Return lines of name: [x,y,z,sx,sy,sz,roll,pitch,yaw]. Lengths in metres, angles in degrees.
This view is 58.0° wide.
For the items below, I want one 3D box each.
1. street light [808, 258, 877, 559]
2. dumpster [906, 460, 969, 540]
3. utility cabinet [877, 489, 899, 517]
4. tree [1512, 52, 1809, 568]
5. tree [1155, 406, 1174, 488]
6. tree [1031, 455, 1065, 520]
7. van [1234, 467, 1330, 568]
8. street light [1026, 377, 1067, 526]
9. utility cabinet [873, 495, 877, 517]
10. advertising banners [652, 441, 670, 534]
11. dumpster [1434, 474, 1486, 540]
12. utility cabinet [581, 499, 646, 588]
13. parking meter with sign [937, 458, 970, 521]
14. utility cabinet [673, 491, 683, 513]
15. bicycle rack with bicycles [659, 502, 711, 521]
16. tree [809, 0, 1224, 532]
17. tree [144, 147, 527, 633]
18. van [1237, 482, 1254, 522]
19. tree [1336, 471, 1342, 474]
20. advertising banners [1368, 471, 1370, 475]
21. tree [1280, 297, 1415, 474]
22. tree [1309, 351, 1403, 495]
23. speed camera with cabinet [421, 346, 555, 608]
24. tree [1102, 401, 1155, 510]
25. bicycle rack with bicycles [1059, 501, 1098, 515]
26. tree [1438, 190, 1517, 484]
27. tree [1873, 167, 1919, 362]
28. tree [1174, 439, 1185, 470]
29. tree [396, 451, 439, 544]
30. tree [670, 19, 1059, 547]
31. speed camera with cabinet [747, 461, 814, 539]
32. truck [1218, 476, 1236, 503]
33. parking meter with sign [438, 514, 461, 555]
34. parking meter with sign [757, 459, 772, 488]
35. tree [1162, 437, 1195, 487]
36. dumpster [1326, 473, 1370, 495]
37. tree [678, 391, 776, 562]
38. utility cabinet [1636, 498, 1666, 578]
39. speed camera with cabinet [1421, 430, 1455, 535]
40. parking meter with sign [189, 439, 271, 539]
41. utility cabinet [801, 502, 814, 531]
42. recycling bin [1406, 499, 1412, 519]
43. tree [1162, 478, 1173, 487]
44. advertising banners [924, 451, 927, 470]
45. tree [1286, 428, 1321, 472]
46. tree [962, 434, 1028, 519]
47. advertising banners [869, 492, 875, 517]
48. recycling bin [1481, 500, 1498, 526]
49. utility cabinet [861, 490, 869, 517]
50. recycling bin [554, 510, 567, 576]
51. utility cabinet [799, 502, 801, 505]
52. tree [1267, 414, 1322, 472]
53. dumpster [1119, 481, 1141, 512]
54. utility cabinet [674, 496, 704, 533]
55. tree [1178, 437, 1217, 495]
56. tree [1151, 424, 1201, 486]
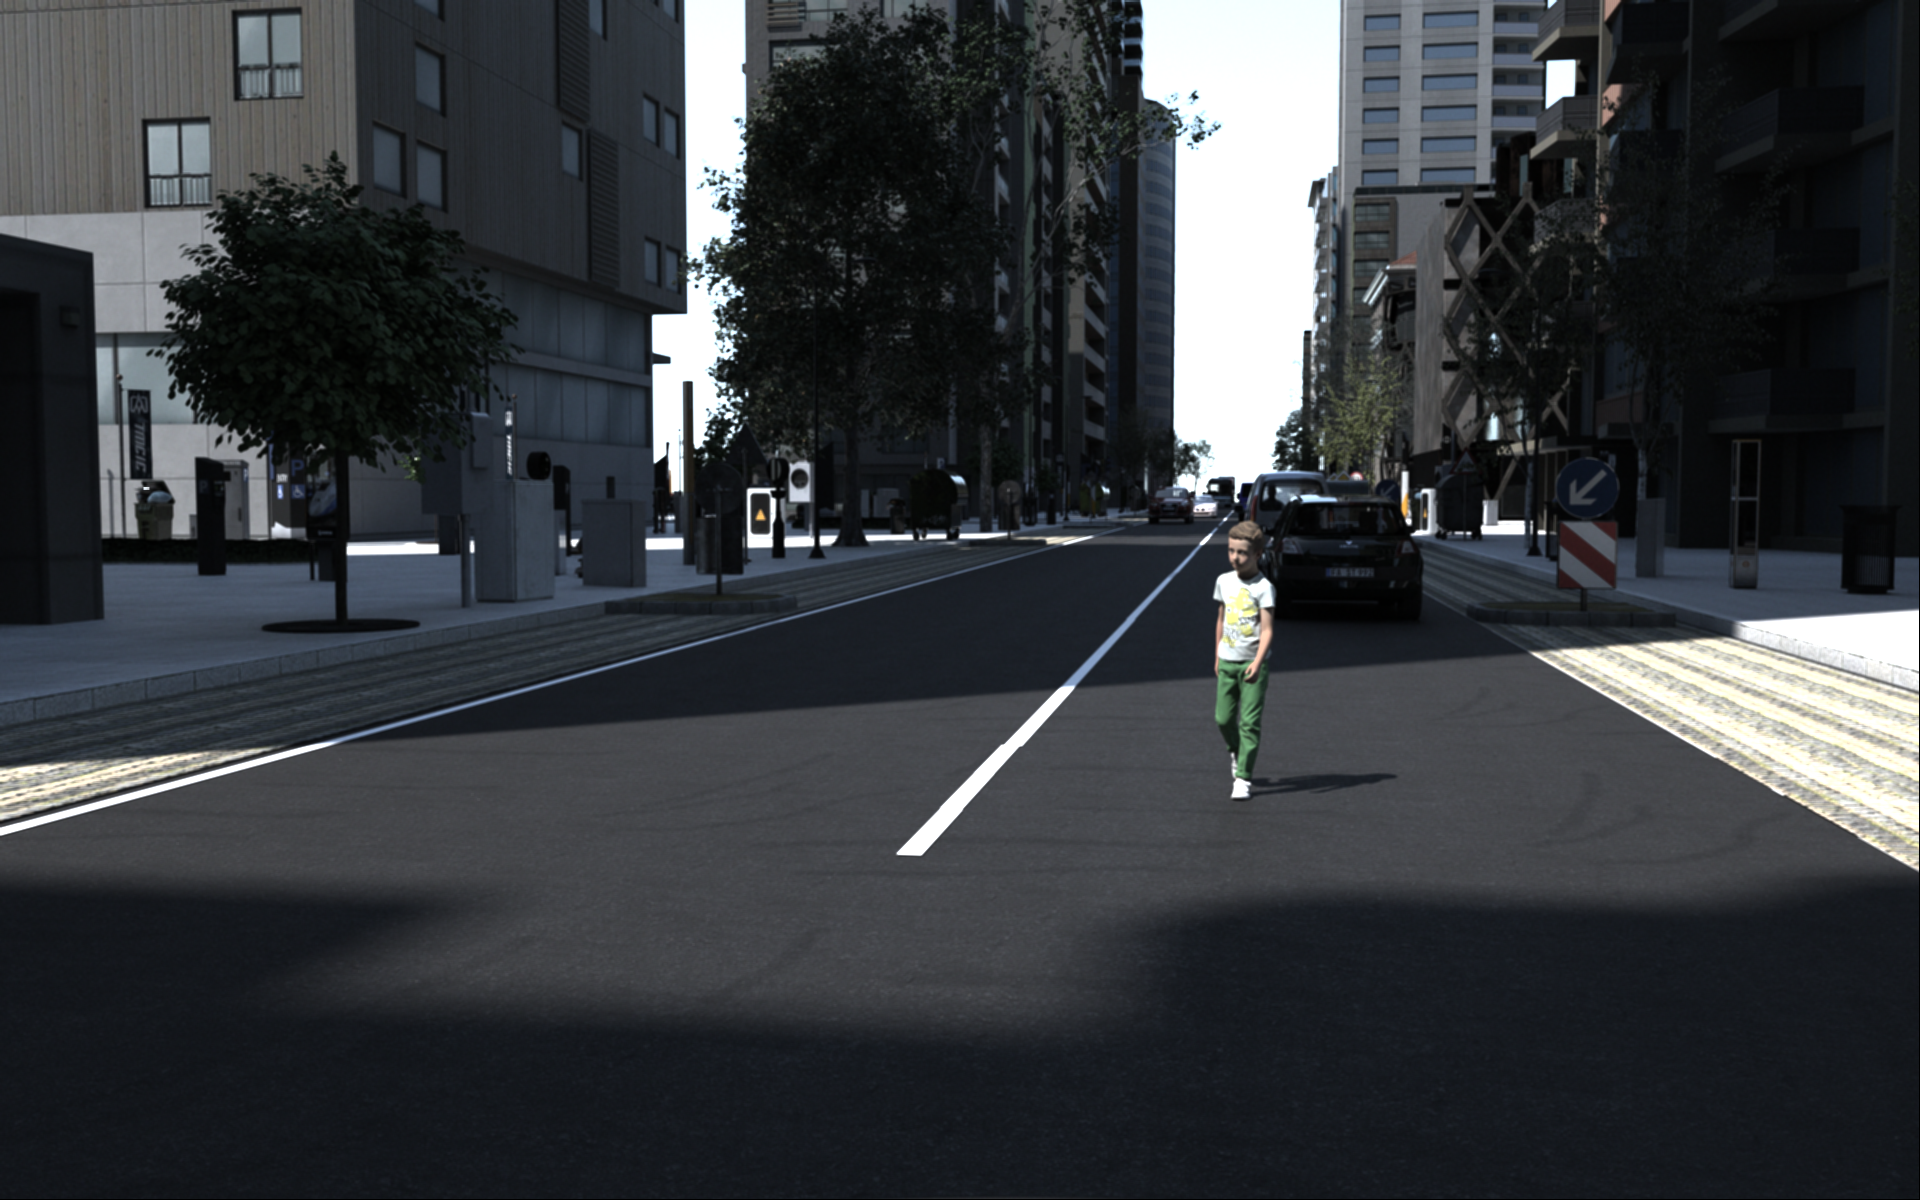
street light: [-2.316,-3.774,34.249,1.470,5.913,1.316,1,4,9]
dumpster: [-0.649,-2.819,48.577,1.502,2.255,1.985,1,4,9]
utility cabinet: [-2.955,-3.838,71.432,0.318,1.500,1.173,2,4,32]
tree: [12.025,-4.855,29.740,4.360,8.622,3.978,0,3,0]
tree: [14.693,-11.896,144.855,4.360,8.622,3.978,0,3,0]
tree: [4.209,-5.494,84.431,1.663,3.219,1.824,0,3,0]
van: [6.329,-1.622,33.530,2.013,2.044,4.112,0,4,8]
street light: [3.327,-5.886,68.776,1.470,5.913,1.316,1,4,9]
utility cabinet: [-3.747,-4.321,81.807,0.306,1.237,1.020,-2,4,-28]
advertising banners: [-9.770,-3.709,56.824,0.090,3.025,2.074,0,4,6]
dumpster: [14.084,-2.631,48.768,1.264,1.857,1.865,1,4,9]
utility cabinet: [-4.816,-0.793,24.121,1.020,1.237,0.306,3,4,36]
parking meter with sign: [-0.285,-5.329,83.397,0.543,3.016,1.738,3,5,44]
utility cabinet: [-18.007,-6.238,110.674,0.318,1.500,1.173,0,4,6]
bicycle rack with bicycles: [-12.993,-4.331,84.193,2.925,0.926,2.852,3,5,44]
tree: [1.646,-12.279,56.647,12.611,20.169,13.585,0,3,0]
tree: [-5.893,-2.003,16.466,4.285,4.588,4.351,0,3,0]
van: [15.674,-5.316,91.298,2.240,2.365,5.245,1,4,10]
tree: [28.518,-8.287,130.095,1.663,3.219,1.824,0,3,0]
advertising banners: [30.385,-8.150,129.434,0.090,3.025,2.074,2,4,26]
tree: [24.991,-12.076,107.819,12.009,13.543,11.850,0,3,0]
tree: [20.676,-8.440,88.349,4.737,8.622,4.395,0,3,0]
speed camera with cabinet: [-5.527,-1.591,20.350,0.660,3.252,2.038,1,4,16]
tree: [13.414,-11.554,139.262,4.360,8.622,3.978,0,3,0]
bicycle rack with bicycles: [7.633,-5.776,107.815,2.925,0.926,2.852,0,4,-2]
tree: [13.385,-5.528,40.747,4.360,8.622,3.978,0,3,0]
tree: [17.904,-4.828,29.307,4.737,8.622,4.395,0,3,0]
tree: [19.058,-13.129,165.020,4.360,8.622,3.978,0,3,0]
tree: [-13.398,-3.055,44.545,1.663,3.219,1.824,0,3,0]
tree: [-2.641,-7.672,42.447,9.611,12.733,9.660,0,3,0]
speed camera with cabinet: [-5.101,-3.385,49.686,2.038,3.252,0.660,1,4,22]
truck: [42.085,-17.401,273.411,2.839,4.237,11.283,1,4,11]
parking meter with sign: [-10.925,-2.502,37.162,0.543,3.016,1.738,-1,4,-12]
parking meter with sign: [-9.855,-5.558,87.134,0.543,3.016,1.738,-2,4,-31]
tree: [27.711,-16.505,220.218,4.737,8.622,4.395,0,3,0]
dumpster: [15.149,-3.880,68.388,1.985,2.255,1.502,1,4,10]
tree: [-4.607,-2.339,32.844,1.663,3.219,1.824,0,3,0]
utility cabinet: [10.765,-0.969,27.009,0.306,1.237,1.020,2,4,29]
speed camera with cabinet: [15.106,-3.683,54.548,0.660,3.252,2.038,0,4,-2]
parking meter with sign: [-16.355,-2.603,38.827,1.738,3.016,0.543,0,4,-5]
utility cabinet: [-5.150,-2.998,60.180,0.306,1.237,1.020,-1,4,-19]
recycling bin: [23.754,-4.773,90.591,0.722,1.027,0.722,2,4,28]
tree: [23.682,-12.278,195.345,1.663,3.219,1.824,0,3,0]
advertising banners: [-1.536,-4.517,70.049,0.090,3.025,2.074,1,4,11]
tree: [37.430,-14.558,188.383,4.360,8.622,3.978,0,3,0]
tree: [1.788,-6.413,88.560,4.285,4.588,4.351,0,3,0]
advertising banners: [-4.912,-5.707,89.493,0.090,3.025,2.074,2,4,27]
recycling bin: [21.031,-3.472,69.316,0.722,1.027,0.722,-2,4,-31]
utility cabinet: [-5.078,-4.698,85.486,1.173,1.500,0.318,-2,4,-32]
recycling bin: [-6.677,-0.915,27.518,0.722,1.027,0.722,0,4,-3]
utility cabinet: [-8.046,-4.927,91.714,1.020,1.237,0.306,2,4,30]
tree: [45.273,-19.333,234.222,7.486,12.596,7.792,0,3,0]
dumpster: [12.486,-7.635,127.325,1.502,2.255,1.985,1,4,9]
utility cabinet: [-8.986,-2.831,57.446,0.306,1.237,1.020,3,5,44]
tree: [42.715,-23.679,312.906,9.928,11.665,9.643,0,3,0]
tree: [28.774,-18.151,231.178,8.767,10.594,7.601,-3,5,-40]
